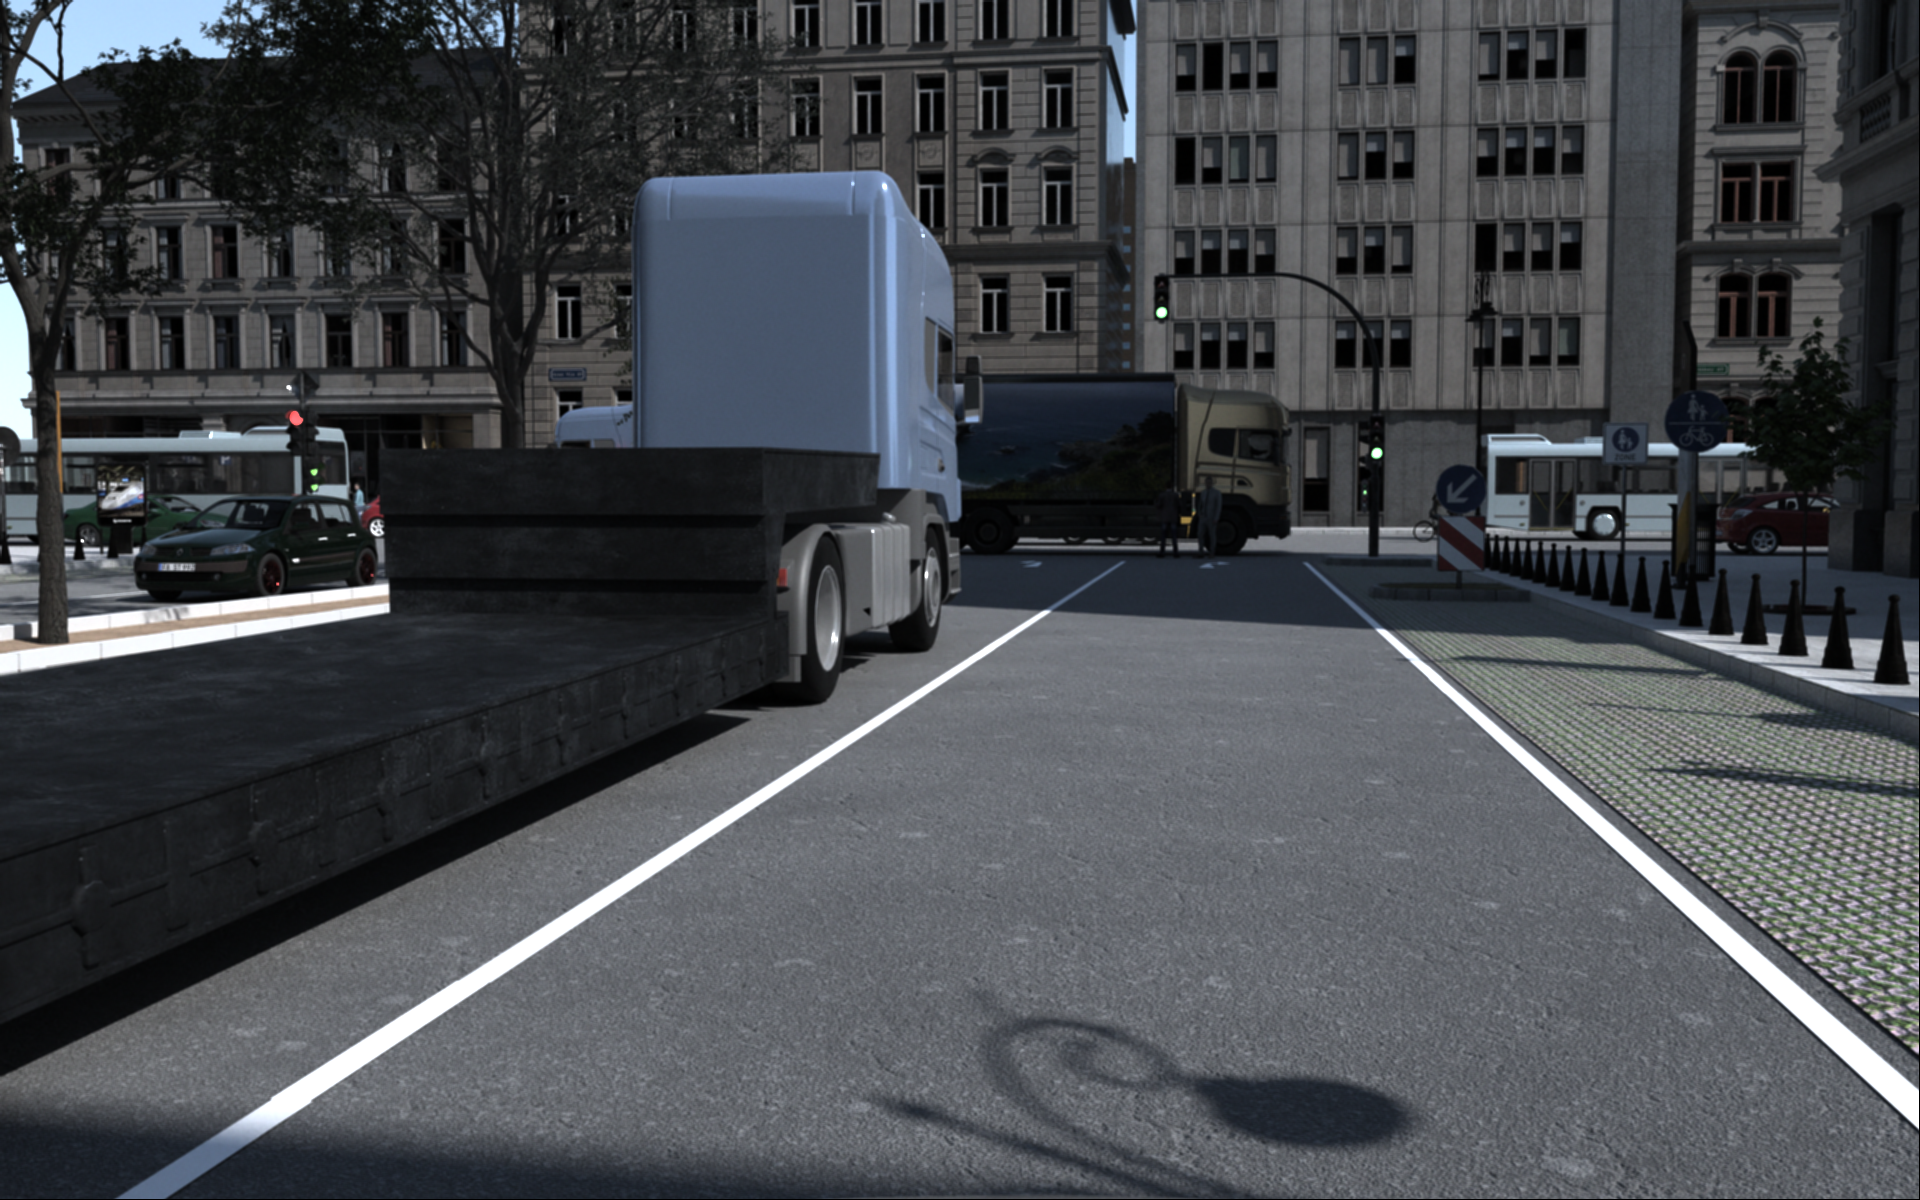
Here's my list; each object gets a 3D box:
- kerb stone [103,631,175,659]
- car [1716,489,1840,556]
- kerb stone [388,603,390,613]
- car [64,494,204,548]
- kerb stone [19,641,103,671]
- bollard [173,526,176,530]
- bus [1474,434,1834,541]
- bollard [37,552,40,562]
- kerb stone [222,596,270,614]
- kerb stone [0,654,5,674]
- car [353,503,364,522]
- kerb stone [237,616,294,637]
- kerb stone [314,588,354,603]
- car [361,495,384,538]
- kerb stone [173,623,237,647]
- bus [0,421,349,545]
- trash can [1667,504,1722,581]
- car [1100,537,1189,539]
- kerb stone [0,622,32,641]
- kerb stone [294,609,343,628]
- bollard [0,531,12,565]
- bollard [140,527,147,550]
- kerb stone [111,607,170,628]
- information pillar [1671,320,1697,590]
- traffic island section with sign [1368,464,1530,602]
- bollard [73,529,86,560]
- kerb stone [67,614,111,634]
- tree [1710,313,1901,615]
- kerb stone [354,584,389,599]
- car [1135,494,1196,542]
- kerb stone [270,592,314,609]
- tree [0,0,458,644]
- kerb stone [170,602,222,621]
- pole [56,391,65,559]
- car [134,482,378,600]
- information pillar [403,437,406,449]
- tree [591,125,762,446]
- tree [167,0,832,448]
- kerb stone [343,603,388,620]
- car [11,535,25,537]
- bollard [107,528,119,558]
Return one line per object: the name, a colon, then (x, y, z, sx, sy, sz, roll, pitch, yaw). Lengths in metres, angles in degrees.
kerb stone: (-7.418, 0.414, 15.519, 0.120, 0.150, 1.000, 1, 4, 9)
car: (20.230, -1.946, 40.863, 4.494, 1.783, 2.155, 0, 4, 8)
kerb stone: (-6.640, 0.098, 20.591, 0.120, 0.150, 1.000, 1, 4, 9)
car: (-21.188, -2.069, 45.633, 4.920, 1.459, 2.131, 1, 4, 10)
kerb stone: (-7.576, 0.471, 14.497, 0.120, 0.150, 1.000, 1, 4, 9)
bollard: (-16.648, -1.265, 36.724, 0.229, 0.601, 0.229, 0, 3, 0)
bus: (22.817, -3.567, 53.179, 13.247, 3.499, 2.948, 0, 4, 8)
bollard: (-17.282, -1.015, 32.641, 0.229, 0.601, 0.229, 0, 3, 0)
kerb stone: (-8.701, 0.077, 20.947, 0.120, 0.150, 1.000, 1, 4, 9)
kerb stone: (-7.733, 0.537, 13.481, 0.120, 0.150, 1.000, 1, 4, 9)
car: (-22.539, -2.909, 59.560, 4.499, 1.417, 2.014, 0, 4, 8)
kerb stone: (-7.098, 0.284, 17.546, 0.120, 0.150, 1.000, 1, 4, 9)
kerb stone: (-8.383, -0.048, 22.986, 0.120, 0.150, 1.000, 1, 4, 9)
car: (-17.329, -2.922, 56.813, 4.494, 1.783, 2.155, 0, 4, 7)
kerb stone: (-7.263, 0.346, 16.533, 0.120, 0.150, 1.000, 1, 4, 9)
bus: (-24.066, -3.303, 48.857, 13.247, 3.499, 2.948, 1, 4, 8)
trash can: (10.872, -0.857, 25.669, 0.748, 1.137, 0.748, 0, 3, 0)
car: (6.045, -2.865, 55.642, 4.718, 1.807, 1.959, 1, 4, 9)
kerb stone: (-9.333, 0.328, 16.881, 0.120, 0.150, 1.000, 1, 4, 9)
kerb stone: (-6.946, 0.228, 18.560, 0.120, 0.150, 1.000, 1, 4, 9)
bollard: (-17.438, -0.953, 31.615, 0.229, 0.601, 0.229, 0, 3, 0)
bollard: (-16.812, -1.202, 35.688, 0.229, 0.601, 0.229, 0, 3, 0)
kerb stone: (-9.015, 0.203, 18.917, 0.120, 0.150, 1.000, 1, 4, 9)
information pillar: (9.728, -1.948, 23.199, 0.183, 3.616, 0.504, 1, 4, 8)
traffic island section with sign: (6.707, -0.936, 23.933, 1.989, 1.847, 2.006, 1, 4, 9)
bollard: (-17.123, -1.077, 33.655, 0.229, 0.601, 0.229, 0, 3, 0)
kerb stone: (-9.175, 0.265, 17.904, 0.120, 0.150, 1.000, 1, 4, 9)
tree: (9.249, -1.469, 18.626, 1.663, 3.219, 1.824, 0, 3, 0)
kerb stone: (-8.224, -0.110, 24.002, 0.120, 0.150, 1.000, 1, 4, 9)
car: (6.773, -2.576, 52.341, 3.980, 1.641, 2.015, 1, 4, 10)
kerb stone: (-8.547, 0.014, 21.968, 0.120, 0.150, 1.000, 1, 4, 9)
tree: (-8.573, -4.873, 16.543, 8.767, 10.594, 7.601, 1, 4, 9)
kerb stone: (-8.865, 0.138, 19.932, 0.120, 0.150, 1.000, 1, 4, 9)
pole: (-17.884, -2.473, 34.269, 0.158, 3.312, 0.155, 0, 3, 0)
car: (-9.869, -0.903, 24.557, 2.009, 1.686, 4.222, 1, 4, 9)
information pillar: (-22.664, -4.857, 70.762, 0.183, 3.616, 0.504, -1, 4, -13)
tree: (-5.481, -4.996, 34.497, 4.360, 8.622, 3.978, 0, 3, 0)
tree: (-6.800, -6.933, 26.184, 12.009, 13.543, 11.850, 0, 3, 0)
kerb stone: (-6.793, 0.160, 19.574, 0.120, 0.150, 1.000, 1, 4, 9)
car: (-32.474, -2.963, 58.234, 4.222, 1.686, 2.009, 0, 4, 7)
bollard: (-16.970, -1.140, 34.674, 0.229, 0.601, 0.229, 0, 3, 0)
